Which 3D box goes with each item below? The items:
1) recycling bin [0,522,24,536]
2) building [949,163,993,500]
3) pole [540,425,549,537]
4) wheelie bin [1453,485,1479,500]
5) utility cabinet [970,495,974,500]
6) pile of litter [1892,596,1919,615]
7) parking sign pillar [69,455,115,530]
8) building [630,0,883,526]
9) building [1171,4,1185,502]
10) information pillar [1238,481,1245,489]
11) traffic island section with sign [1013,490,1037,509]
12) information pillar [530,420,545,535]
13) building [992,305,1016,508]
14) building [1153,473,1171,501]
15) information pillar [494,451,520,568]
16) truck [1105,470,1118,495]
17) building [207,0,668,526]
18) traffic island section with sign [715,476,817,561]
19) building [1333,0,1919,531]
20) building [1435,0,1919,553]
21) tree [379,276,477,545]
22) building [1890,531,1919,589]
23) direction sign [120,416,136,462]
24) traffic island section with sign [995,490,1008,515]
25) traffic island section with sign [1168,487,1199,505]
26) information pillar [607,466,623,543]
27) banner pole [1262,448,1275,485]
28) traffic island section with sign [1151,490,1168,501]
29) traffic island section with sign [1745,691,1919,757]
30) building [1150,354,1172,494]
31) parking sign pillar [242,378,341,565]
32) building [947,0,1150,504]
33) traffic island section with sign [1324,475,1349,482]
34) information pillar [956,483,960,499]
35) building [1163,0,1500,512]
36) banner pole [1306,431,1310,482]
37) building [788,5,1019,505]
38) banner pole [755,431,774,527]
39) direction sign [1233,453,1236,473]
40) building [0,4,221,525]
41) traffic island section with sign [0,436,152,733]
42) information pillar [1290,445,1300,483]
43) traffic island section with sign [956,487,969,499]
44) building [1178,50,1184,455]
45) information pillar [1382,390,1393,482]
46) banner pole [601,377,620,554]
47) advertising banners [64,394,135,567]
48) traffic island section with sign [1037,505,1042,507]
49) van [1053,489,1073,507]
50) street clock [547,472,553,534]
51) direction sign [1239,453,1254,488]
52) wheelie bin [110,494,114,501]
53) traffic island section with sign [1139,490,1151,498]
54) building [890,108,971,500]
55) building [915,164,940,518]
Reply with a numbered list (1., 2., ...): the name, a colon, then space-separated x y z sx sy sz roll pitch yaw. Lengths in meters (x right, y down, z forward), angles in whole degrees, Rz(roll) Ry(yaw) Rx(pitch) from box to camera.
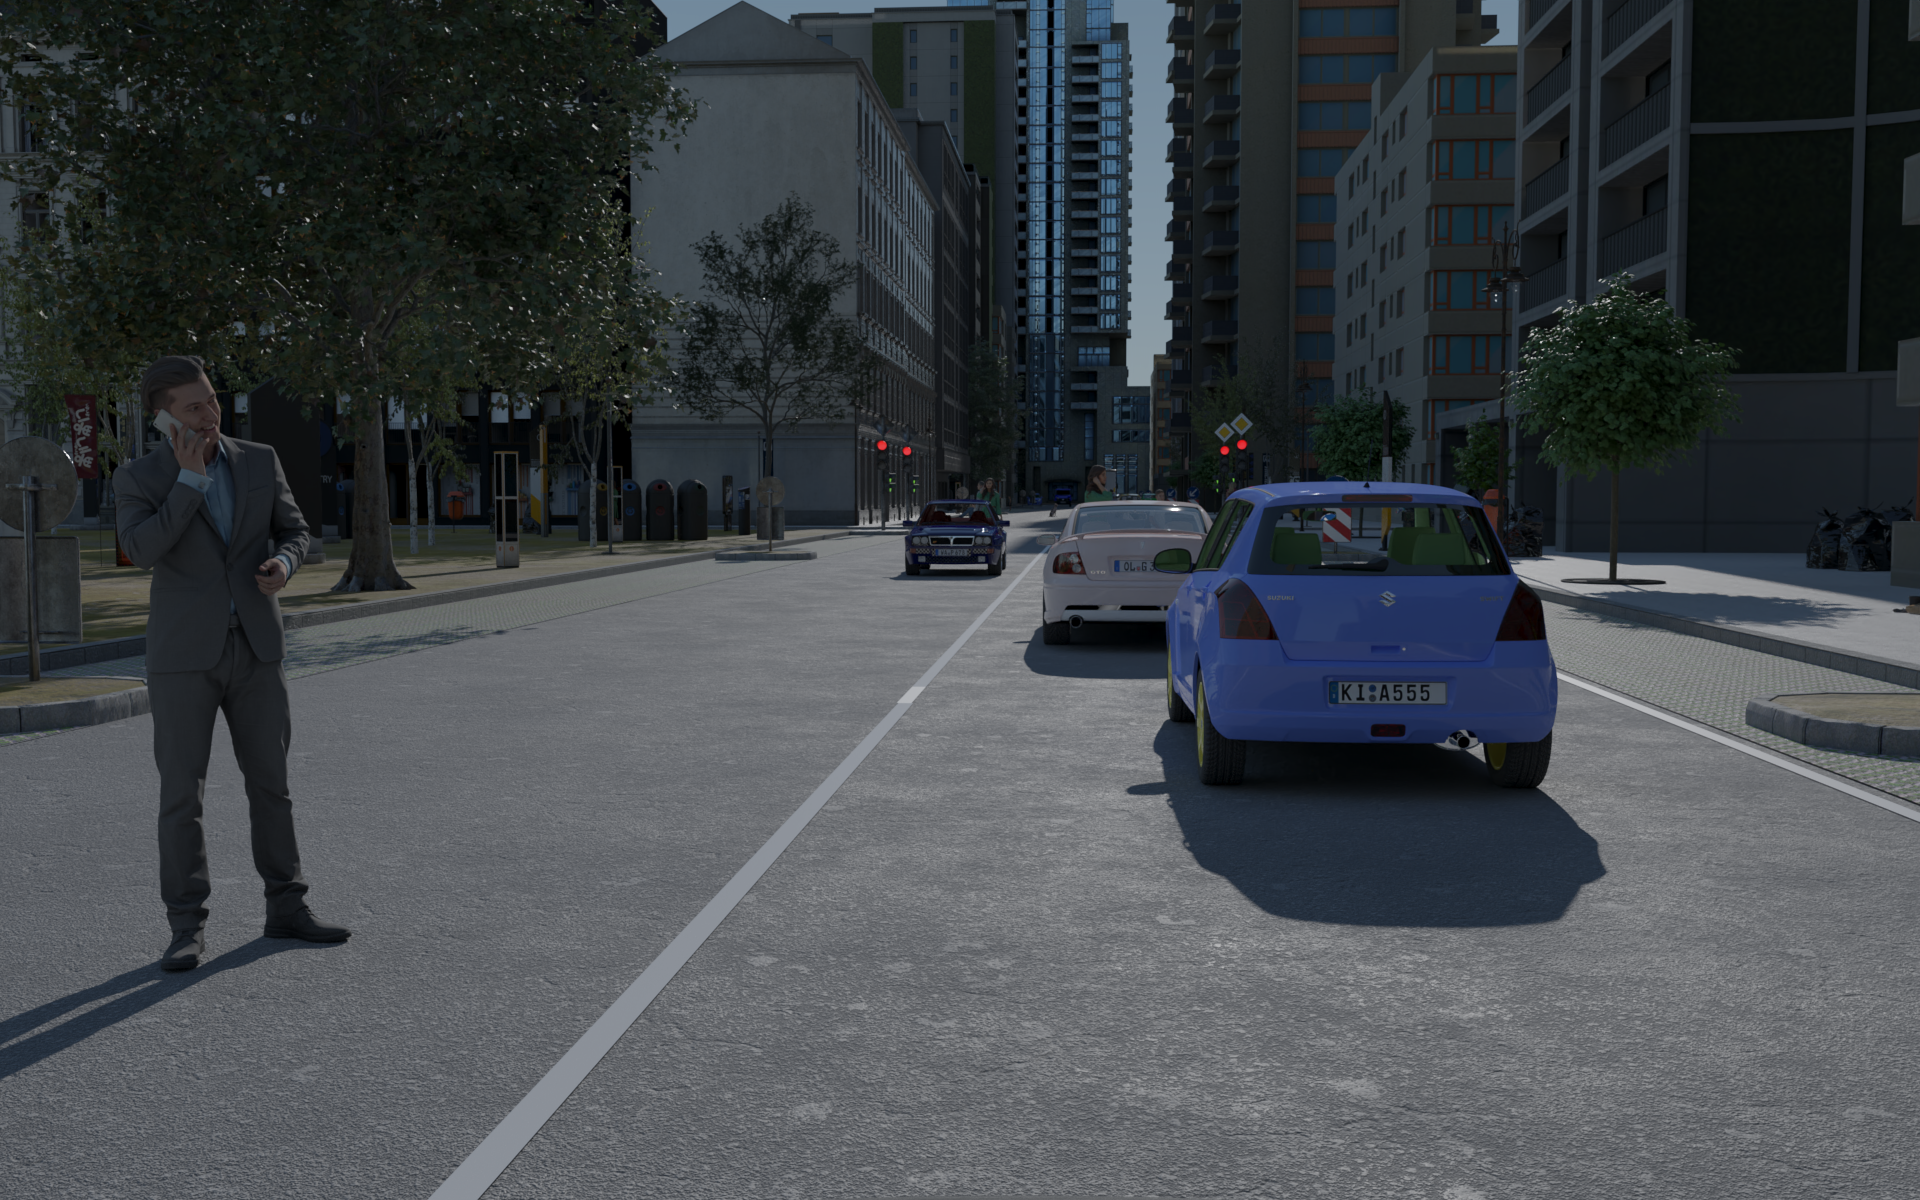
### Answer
1. recycling bin: -20.967 -1.573 38.276 0.722 1.027 0.722 0 4 -4
2. building: -4.574 -23.219 151.339 14.160 30.474 14.107 0 4 4
3. pole: -12.299 -3.509 51.210 0.158 3.312 0.155 0 3 0
4. wheelie bin: 12.903 -2.230 44.362 0.693 1.594 0.980 -1 4 -22
5. utility cabinet: 0.910 -7.604 135.493 0.306 1.237 1.020 0 4 6
6. pile of litter: 10.926 -0.270 18.378 1.719 0.858 1.176 3 5 42
7. parking sign pillar: -30.954 -4.476 61.651 1.447 3.967 1.447 -1 4 -22
8. building: -8.025 -14.021 78.402 9.793 20.994 18.267 0 4 4
9. building: 32.866 -39.121 181.628 21.231 58.520 28.212 0 4 4
10. information pillar: 16.231 -5.826 99.750 0.304 2.012 0.304 2 4 25
11. traffic island section with sign: 6.260 -9.907 170.615 1.989 1.847 2.006 0 4 4
12. information pillar: -13.285 -3.869 54.611 0.504 3.616 0.183 0 4 -6
13. building: -8.863 -20.119 173.988 27.650 21.520 28.899 0 4 4
14. building: 33.847 -46.933 205.605 20.563 71.187 20.611 0 4 4
15. information pillar: -7.863 -1.564 30.058 0.304 2.012 0.304 -3 5 -43
16. truck: 17.273 -13.193 204.615 2.839 4.237 11.283 0 4 5
17. building: -21.954 -15.044 75.644 15.834 23.373 12.332 0 4 4
18. traffic island section with sign: -4.197 -1.797 38.009 1.989 1.847 2.006 0 4 4
19. building: 33.720 -14.362 79.855 28.899 21.520 27.650 0 4 4
20. building: 23.818 -36.779 39.587 20.563 71.187 20.611 0 4 4
21. tree: -13.263 -5.656 42.842 4.360 8.622 3.978 0 3 0
22. building: 25.689 -9.977 8.162 27.650 21.520 28.899 0 4 4
23. direction sign: -24.113 -3.563 50.250 0.876 3.537 0.379 3 5 39
24. traffic island section with sign: 2.349 -6.876 121.053 1.989 1.847 2.006 0 4 4
25. traffic island section with sign: 12.328 -5.141 92.687 1.989 1.847 2.006 0 4 4
26. information pillar: -9.106 -2.523 45.747 0.304 2.012 0.304 -2 4 -35
27. banner pole: 16.650 -6.310 93.182 0.863 3.779 0.401 0 4 -1
28. traffic island section with sign: 14.476 -6.809 119.956 1.989 1.847 2.006 0 4 4
29. traffic island section with sign: 5.822 -0.094 10.173 1.989 1.847 2.006 0 4 4
30. building: 41.184 -24.093 238.963 28.899 21.520 27.650 0 4 4
31. parking sign pillar: -12.483 -2.654 31.872 1.447 3.967 1.447 3 5 44
32. building: 10.350 -56.516 236.708 31.000 86.520 22.319 0 4 4
33. traffic island section with sign: 7.983 -1.778 37.692 1.989 1.847 2.006 0 4 4
34. information pillar: -0.135 -6.585 112.159 0.304 2.012 0.304 0 4 -2
35. building: 26.365 -28.889 126.959 22.147 44.769 28.867 0 4 4
36. banner pole: 13.685 -4.782 68.195 0.401 3.779 0.863 1 4 12
37. building: -7.200 -40.827 209.518 28.212 58.520 21.231 0 4 4
38. banner pole: -7.735 -4.802 68.530 0.863 3.779 0.401 -2 4 -31
39. direction sign: 15.549 -6.385 96.392 0.876 3.537 0.379 3 5 41
40. building: -40.232 -15.148 76.542 19.941 23.489 11.050 0 4 4
41. traffic island section with sign: -6.313 -0.153 11.137 1.989 1.847 2.006 0 4 4
42. information pillar: 15.773 -5.517 81.549 0.504 3.616 0.183 1 4 22
43. traffic island section with sign: 0.182 -5.192 93.516 1.989 1.847 2.006 0 4 4
44. building: 27.675 -31.260 161.206 14.600 45.320 14.200 0 4 4
45. information pillar: 9.592 -2.909 38.914 0.183 3.616 0.504 0 4 -2
46. banner pole: -7.525 -2.891 37.287 0.401 3.779 0.863 0 4 -6
47. advertising banners: -14.751 -2.117 30.794 2.074 3.025 0.090 -3 4 -38
48. traffic island section with sign: 8.371 -11.551 197.487 1.989 1.847 2.006 0 4 4
49. van: 11.574 -11.619 194.351 2.240 2.365 5.245 0 4 4
50. street clock: -13.225 -3.123 55.631 0.358 2.002 0.471 -1 4 -17
51. direction sign: 15.657 -6.257 94.303 0.876 3.537 0.379 -3 4 -37
52. wheelie bin: -19.945 -2.069 41.738 0.980 1.594 0.693 -1 4 -15
53. traffic island section with sign: 20.584 -11.548 197.437 1.989 1.847 2.006 0 4 4
54. building: -7.203 -19.828 117.692 14.314 27.812 24.014 0 4 4
55. building: -6.806 -15.134 96.595 9.793 20.994 18.267 0 4 4
